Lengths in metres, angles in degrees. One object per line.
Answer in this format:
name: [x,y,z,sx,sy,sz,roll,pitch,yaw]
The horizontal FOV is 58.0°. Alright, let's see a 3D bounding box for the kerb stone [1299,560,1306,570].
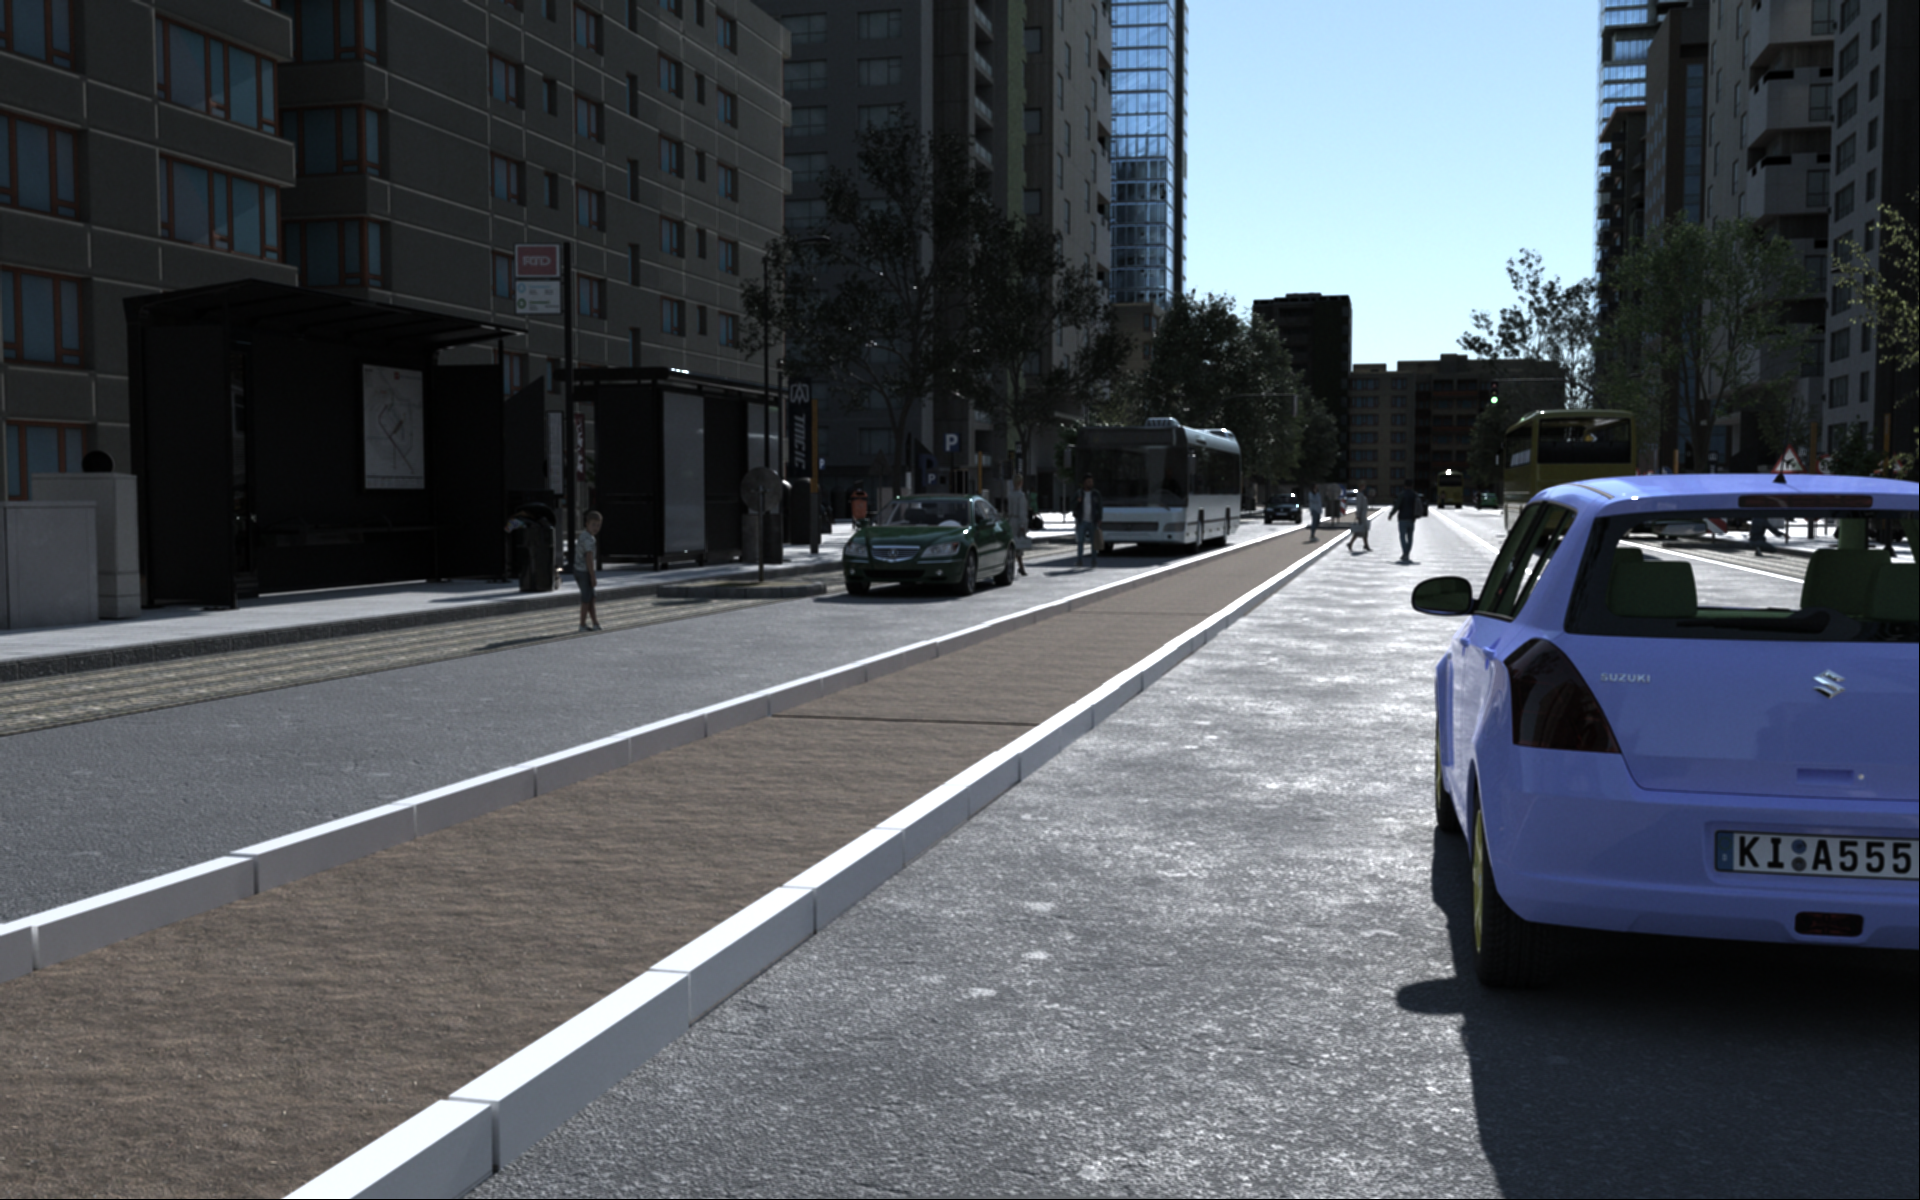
kerb stone: [6.256,-0.597,31.955,0.120,0.150,1.000,1,4,14]

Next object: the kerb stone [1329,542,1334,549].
kerb stone: [9.332,-1.321,43.883,0.120,0.150,1.000,1,4,14]

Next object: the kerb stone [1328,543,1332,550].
kerb stone: [9.075,-1.266,42.892,0.120,0.150,1.000,1,4,14]

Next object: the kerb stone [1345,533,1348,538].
kerb stone: [11.889,-1.931,53.803,0.120,0.150,1.000,1,4,14]

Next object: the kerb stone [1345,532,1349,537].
kerb stone: [12.158,-1.991,54.803,0.120,0.150,1.000,1,4,14]

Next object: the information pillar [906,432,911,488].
information pillar: [-1.946,-4.535,65.505,0.183,3.616,0.504,-1,4,-15]

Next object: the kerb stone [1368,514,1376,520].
kerb stone: [23.565,-4.697,99.034,0.120,0.150,1.000,1,4,14]

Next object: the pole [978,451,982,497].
pole: [0.950,-5.419,82.451,0.158,3.312,0.155,0,3,0]

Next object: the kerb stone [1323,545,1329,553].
kerb stone: [8.568,-1.144,40.900,0.120,0.150,1.000,1,4,14]

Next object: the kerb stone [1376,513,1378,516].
kerb stone: [25.100,-5.064,104.995,0.120,0.150,1.000,1,4,14]

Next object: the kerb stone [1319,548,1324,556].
kerb stone: [8.045,-1.017,38.913,0.120,0.150,1.000,1,4,14]

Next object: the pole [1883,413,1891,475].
pole: [23.511,-3.063,43.919,0.158,3.312,0.155,0,3,0]

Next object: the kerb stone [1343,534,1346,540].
kerb stone: [11.389,-1.811,51.811,0.120,0.150,1.000,1,4,14]

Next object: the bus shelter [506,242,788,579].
bus shelter: [-5.407,-3.211,30.137,2.179,5.291,8.768,1,4,15]

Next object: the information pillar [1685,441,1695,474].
information pillar: [32.274,-5.213,76.588,0.504,3.616,0.183,1,4,13]

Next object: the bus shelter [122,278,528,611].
bus shelter: [-7.772,-1.885,22.108,1.731,3.624,6.357,1,4,14]

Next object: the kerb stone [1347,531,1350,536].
kerb stone: [12.411,-2.055,55.793,0.120,0.150,1.000,1,4,14]

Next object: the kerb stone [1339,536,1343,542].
kerb stone: [10.862,-1.688,49.836,0.120,0.150,1.000,1,4,14]

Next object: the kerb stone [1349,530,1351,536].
kerb stone: [12.666,-2.116,56.791,0.120,0.150,1.000,1,4,14]

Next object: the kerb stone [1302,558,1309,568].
kerb stone: [6.508,-0.658,32.948,0.120,0.150,1.000,1,4,14]

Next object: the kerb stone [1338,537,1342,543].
kerb stone: [10.614,-1.628,48.844,0.120,0.150,1.000,1,4,14]

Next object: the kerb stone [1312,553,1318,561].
kerb stone: [7.284,-0.839,35.926,0.120,0.150,1.000,1,4,14]

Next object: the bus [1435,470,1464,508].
bus: [50.936,-11.532,180.090,2.896,3.916,12.252,1,4,15]

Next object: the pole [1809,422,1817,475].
pole: [24.215,-3.386,49.208,0.158,3.312,0.155,0,3,0]

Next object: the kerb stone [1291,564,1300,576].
kerb stone: [5.745,-0.475,29.962,0.120,0.150,1.000,1,4,14]

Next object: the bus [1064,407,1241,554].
bus: [5.266,-3.034,44.468,2.948,3.499,13.247,1,4,15]

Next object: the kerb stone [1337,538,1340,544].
kerb stone: [10.353,-1.567,47.856,0.120,0.150,1.000,1,4,14]

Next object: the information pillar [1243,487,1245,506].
information pillar: [23.718,-8.615,145.348,0.304,2.012,0.304,-2,4,-29]

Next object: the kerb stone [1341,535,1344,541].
kerb stone: [11.127,-1.749,50.823,0.120,0.150,1.000,1,4,14]

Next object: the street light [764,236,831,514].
street light: [-3.009,-3.604,31.468,1.470,5.913,1.316,1,4,14]

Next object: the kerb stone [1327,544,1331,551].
kerb stone: [8.832,-1.197,41.890,0.120,0.150,1.000,1,4,14]

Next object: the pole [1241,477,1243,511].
pole: [21.202,-8.360,130.524,0.158,3.312,0.155,0,3,0]

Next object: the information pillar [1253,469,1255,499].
information pillar: [21.883,-8.413,128.903,0.183,3.616,0.504,1,4,10]

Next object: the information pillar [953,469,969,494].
information pillar: [0.059,-2.898,51.871,0.304,2.012,0.304,2,4,27]

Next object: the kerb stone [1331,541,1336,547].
kerb stone: [9.592,-1.384,44.872,0.120,0.150,1.000,1,4,14]

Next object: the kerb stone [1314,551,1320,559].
kerb stone: [7.536,-0.892,36.917,0.120,0.150,1.000,1,4,14]

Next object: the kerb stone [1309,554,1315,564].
kerb stone: [7.029,-0.778,34.937,0.120,0.150,1.000,1,4,14]

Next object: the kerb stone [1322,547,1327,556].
kerb stone: [8.317,-1.083,39.901,0.120,0.150,1.000,1,4,14]

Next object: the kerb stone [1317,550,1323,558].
kerb stone: [7.798,-0.957,37.921,0.120,0.150,1.000,1,4,14]

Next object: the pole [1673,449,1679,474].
pole: [32.656,-5.212,79.058,0.158,3.312,0.155,0,3,0]

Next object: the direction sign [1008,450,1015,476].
direction sign: [2.896,-5.953,89.329,0.876,3.537,0.379,-1,4,-12]

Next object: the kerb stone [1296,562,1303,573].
kerb stone: [5.999,-0.536,30.962,0.120,0.150,1.000,1,4,14]

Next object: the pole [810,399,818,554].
pole: [-3.141,-2.654,37.237,0.158,3.312,0.155,0,3,0]

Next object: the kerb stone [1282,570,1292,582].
kerb stone: [5.232,-0.353,27.974,0.120,0.150,1.000,1,4,14]

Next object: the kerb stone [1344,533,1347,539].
kerb stone: [11.635,-1.872,52.803,0.120,0.150,1.000,1,4,14]

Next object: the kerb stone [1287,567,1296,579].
kerb stone: [5.489,-0.407,28.964,0.120,0.150,1.000,1,4,14]

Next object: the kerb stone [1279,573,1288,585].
kerb stone: [4.978,-0.291,26.984,0.120,0.150,1.000,1,4,14]

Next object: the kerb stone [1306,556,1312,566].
kerb stone: [6.770,-0.717,33.945,0.120,0.150,1.000,1,4,14]

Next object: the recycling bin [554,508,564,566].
recycling bin: [-7.509,-1.108,30.663,0.722,1.027,0.722,1,4,18]

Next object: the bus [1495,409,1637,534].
bus: [17.214,-3.556,49.689,2.896,3.916,12.252,1,4,14]

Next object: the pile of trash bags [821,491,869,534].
pile of trash bags: [-4.678,-2.862,56.547,3.447,1.369,1.912,-1,4,-14]

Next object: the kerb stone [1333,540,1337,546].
kerb stone: [9.845,-1.447,45.871,0.120,0.150,1.000,1,4,14]

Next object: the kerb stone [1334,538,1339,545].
kerb stone: [10.100,-1.509,46.860,0.120,0.150,1.000,1,4,14]
